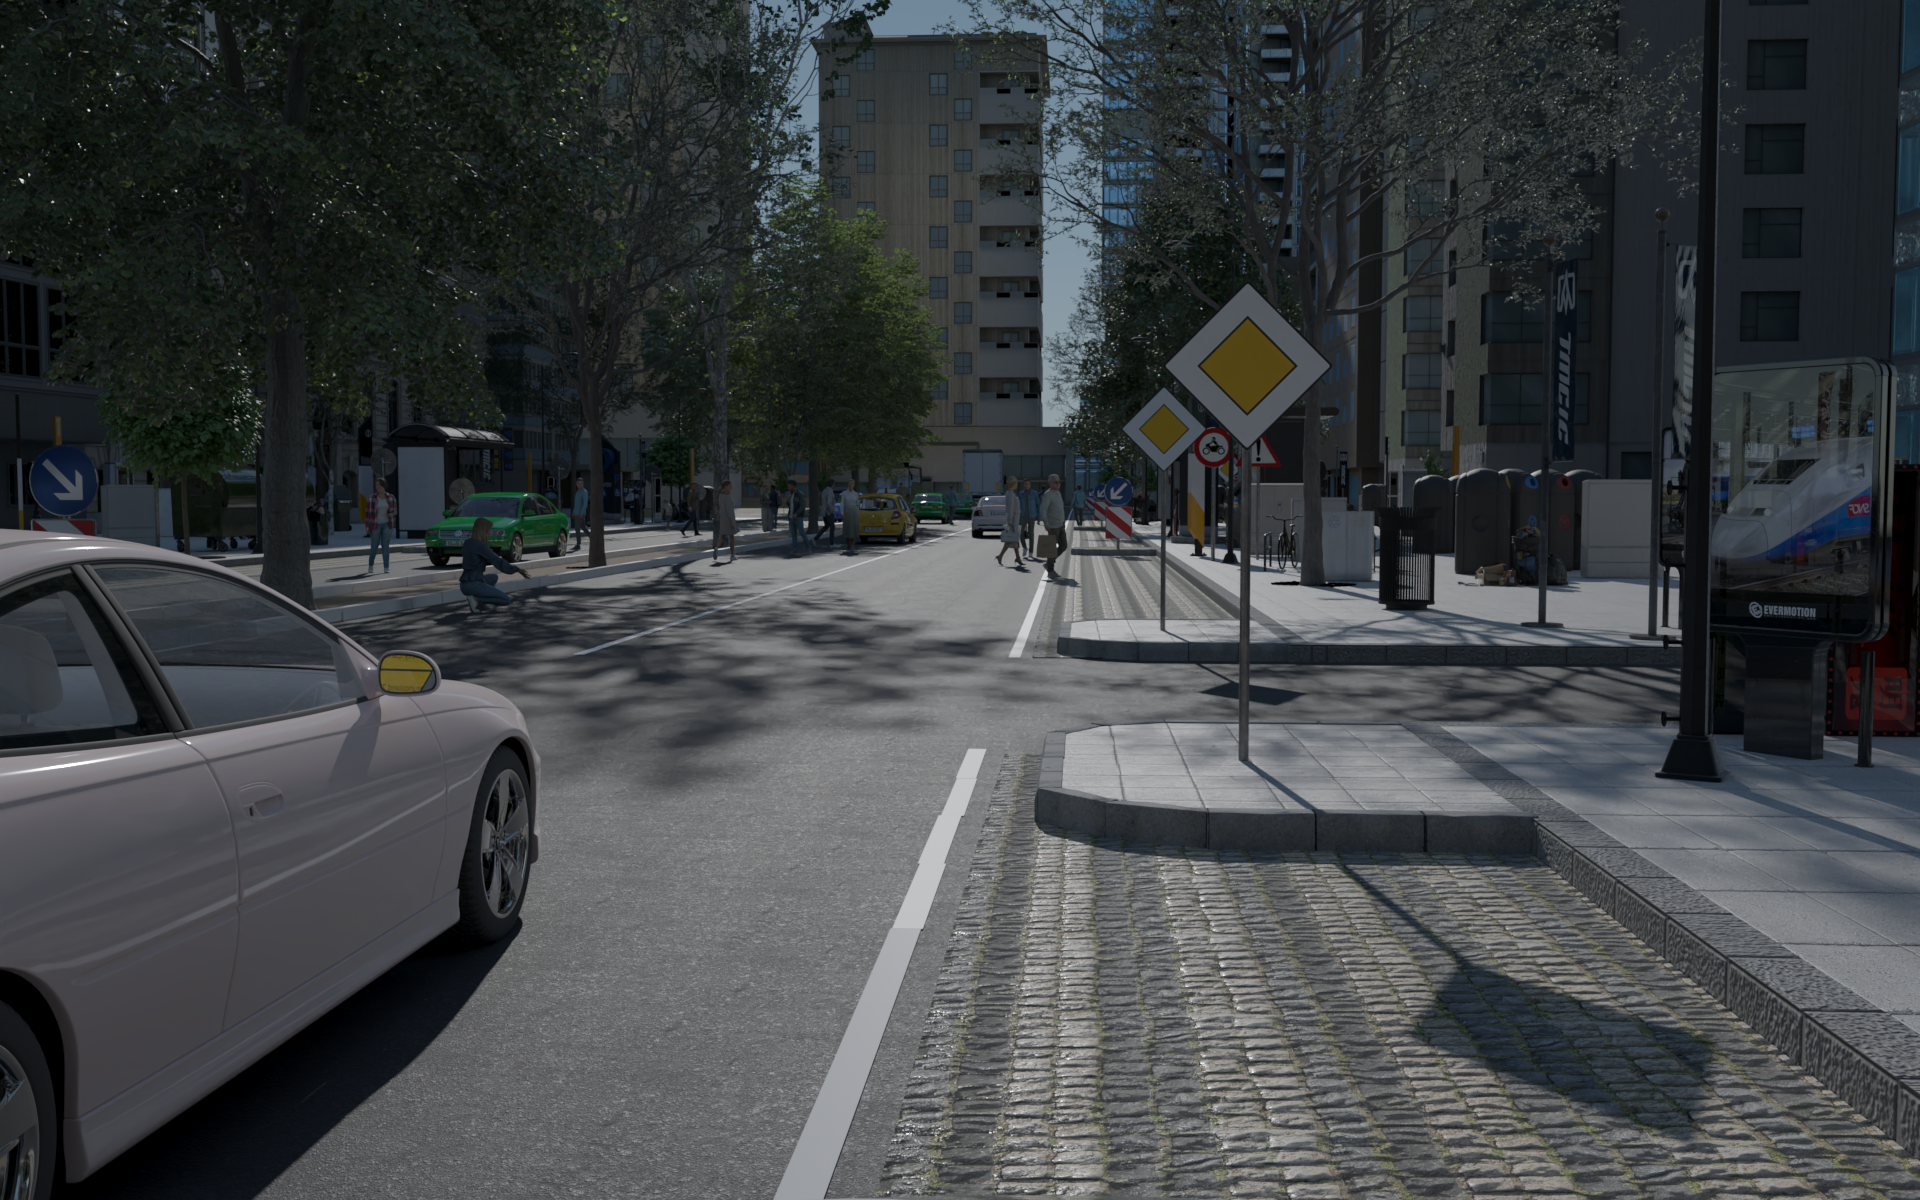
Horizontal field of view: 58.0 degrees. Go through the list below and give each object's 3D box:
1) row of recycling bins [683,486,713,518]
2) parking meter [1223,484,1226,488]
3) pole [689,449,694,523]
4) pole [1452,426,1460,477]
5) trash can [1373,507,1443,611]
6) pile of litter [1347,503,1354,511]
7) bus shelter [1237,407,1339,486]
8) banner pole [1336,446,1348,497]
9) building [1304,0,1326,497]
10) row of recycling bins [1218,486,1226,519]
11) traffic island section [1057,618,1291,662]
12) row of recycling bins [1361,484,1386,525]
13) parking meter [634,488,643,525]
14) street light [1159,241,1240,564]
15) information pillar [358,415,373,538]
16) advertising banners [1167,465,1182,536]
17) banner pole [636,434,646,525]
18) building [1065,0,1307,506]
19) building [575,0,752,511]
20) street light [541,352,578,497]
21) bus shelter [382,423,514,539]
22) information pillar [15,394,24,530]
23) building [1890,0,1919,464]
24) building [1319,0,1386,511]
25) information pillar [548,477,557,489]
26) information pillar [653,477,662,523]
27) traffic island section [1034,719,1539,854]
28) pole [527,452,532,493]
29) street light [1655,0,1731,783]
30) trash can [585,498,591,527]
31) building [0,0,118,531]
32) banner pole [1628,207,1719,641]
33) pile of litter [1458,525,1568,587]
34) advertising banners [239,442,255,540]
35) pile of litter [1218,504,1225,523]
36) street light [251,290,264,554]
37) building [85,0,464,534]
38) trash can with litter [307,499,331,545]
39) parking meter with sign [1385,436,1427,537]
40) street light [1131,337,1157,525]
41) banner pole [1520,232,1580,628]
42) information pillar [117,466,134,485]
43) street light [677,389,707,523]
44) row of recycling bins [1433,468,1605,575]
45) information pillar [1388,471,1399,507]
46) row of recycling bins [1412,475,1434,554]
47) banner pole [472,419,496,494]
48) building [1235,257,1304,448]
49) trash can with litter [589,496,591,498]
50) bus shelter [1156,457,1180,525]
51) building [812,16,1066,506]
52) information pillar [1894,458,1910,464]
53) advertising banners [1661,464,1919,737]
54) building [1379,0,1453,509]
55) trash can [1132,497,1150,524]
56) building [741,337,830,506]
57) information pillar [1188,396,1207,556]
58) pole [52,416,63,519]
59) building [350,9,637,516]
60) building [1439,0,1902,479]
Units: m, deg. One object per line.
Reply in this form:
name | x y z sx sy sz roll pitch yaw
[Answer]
row of recycling bins | -13.711 -5.159 91.470 1.069 1.692 3.534 1 4 11
parking meter | 13.450 -4.983 87.181 0.399 1.863 0.255 2 4 35
pole | -12.002 -5.122 77.587 0.158 3.312 0.155 0 3 0
pole | 14.842 -3.550 51.879 0.158 3.312 0.155 0 3 0
trash can | 4.974 -0.466 19.265 0.748 1.137 0.748 0 3 0
pile of litter | 18.986 -4.376 85.512 1.719 0.858 1.176 -3 5 -42
bus shelter | 8.382 -4.181 45.991 2.179 5.291 8.768 0 4 4
banner pole | 19.651 -6.080 89.429 0.863 3.779 0.401 -1 4 -19
building | 32.323 -41.326 113.925 20.563 71.187 20.611 0 4 4
row of recycling bins | 12.882 -4.712 84.151 1.069 1.692 3.534 -3 5 -42
traffic island section | 1.930 0.364 16.322 2.009 0.180 2.903 0 4 4
row of recycling bins | 17.510 -4.008 72.650 1.069 1.692 3.534 1 4 21
parking meter | -13.568 -3.955 73.075 0.372 1.533 0.369 0 3 0
street light | 4.457 -3.629 31.882 1.470 5.913 1.316 0 4 4
information pillar | -17.499 -3.651 51.051 0.183 3.616 0.504 2 4 27
advertising banners | 6.110 -3.233 49.046 0.090 3.025 2.074 0 4 -6
banner pole | -13.209 -5.019 72.076 0.401 3.779 0.863 -2 4 -30
building | 27.548 -53.873 193.498 31.000 86.520 22.319 0 4 4
building | -32.664 -33.932 144.029 27.495 52.752 28.713 0 4 4
street light | -13.180 -5.162 56.940 1.470 5.913 1.316 0 4 4
bus shelter | -15.254 -3.553 52.021 2.014 3.302 5.546 0 4 4
information pillar | -22.083 -3.017 40.678 0.183 3.616 0.504 -2 4 -27
building | 66.832 -31.823 139.915 30.456 49.044 23.786 0 4 4
building | 28.247 -27.312 96.666 14.600 45.320 14.200 0 4 4
information pillar | -17.411 -4.254 74.041 0.304 2.012 0.304 1 4 13
information pillar | -13.334 -4.395 76.343 0.304 2.012 0.304 -1 4 -20
traffic island section | 1.386 0.852 8.355 2.009 0.180 2.903 0 4 4
pole | -20.832 -5.506 83.874 0.158 3.312 0.155 0 3 0
street light | 2.794 -2.153 7.739 1.470 5.913 1.316 0 4 4
trash can | -14.239 -3.395 67.167 0.748 1.137 0.748 0 3 0
building | -33.206 -15.146 41.148 14.314 27.812 24.014 0 4 4
banner pole | 6.346 -1.547 15.317 0.863 3.779 0.401 -1 4 -23
pile of litter | 7.835 -0.644 24.487 1.719 0.858 1.176 0 4 -3
advertising banners | -20.282 -3.253 49.381 0.090 3.025 2.074 -1 4 -8
pile of litter | 11.538 -3.819 76.404 1.719 0.858 1.176 1 4 16
street light | -14.545 -3.948 37.092 1.470 5.913 1.316 0 4 4
building | -31.620 -15.378 70.517 14.460 24.649 34.723 0 4 4
trash can with litter | -16.292 -1.952 43.298 1.055 1.170 0.624 0 4 5
parking meter with sign | 13.717 -3.423 52.227 1.738 3.016 0.543 1 4 18
street light | 5.766 -4.823 51.393 1.470 5.913 1.316 0 4 4
banner pole | 5.665 -1.617 16.455 0.401 3.779 0.863 0 4 -5
information pillar | -21.809 -2.495 45.289 0.304 2.012 0.304 0 4 -2
street light | -11.837 -6.352 76.403 1.470 5.913 1.316 0 4 4
row of recycling bins | 9.419 -1.315 28.621 3.534 1.692 1.069 -3 4 -37
information pillar | 13.754 -3.089 54.999 0.304 2.012 0.304 0 4 5
row of recycling bins | 11.350 -1.912 38.367 3.534 1.692 1.069 -3 4 -38
banner pole | -15.398 -4.021 55.768 0.863 3.779 0.401 -1 4 -18
building | 37.464 -18.032 139.857 27.650 21.520 28.899 0 4 4
trash can with litter | -19.689 -4.926 91.600 1.678 1.210 2.233 1 4 14
bus shelter | 8.656 -4.547 68.263 2.014 3.302 5.546 0 4 4
building | -1.398 -37.352 199.935 27.495 52.752 28.713 0 4 4
information pillar | 19.248 -1.901 35.573 0.304 2.012 0.304 -2 4 -30
advertising banners | 4.798 -0.789 9.085 2.074 3.025 0.090 0 4 6
building | 27.274 -24.387 82.327 14.154 41.232 14.086 0 4 4
trash can | 7.637 -3.764 73.202 0.748 1.137 0.748 0 3 0
building | -29.555 -21.859 202.431 28.899 21.520 27.650 0 4 4
information pillar | 4.874 -2.709 35.640 0.183 3.616 0.504 3 5 43
pole | -23.726 -3.165 45.585 0.158 3.312 0.155 0 3 0
building | -37.182 -25.321 105.887 32.217 40.220 23.993 0 4 4
building | 23.779 -17.588 59.264 14.160 30.474 14.107 0 4 4
